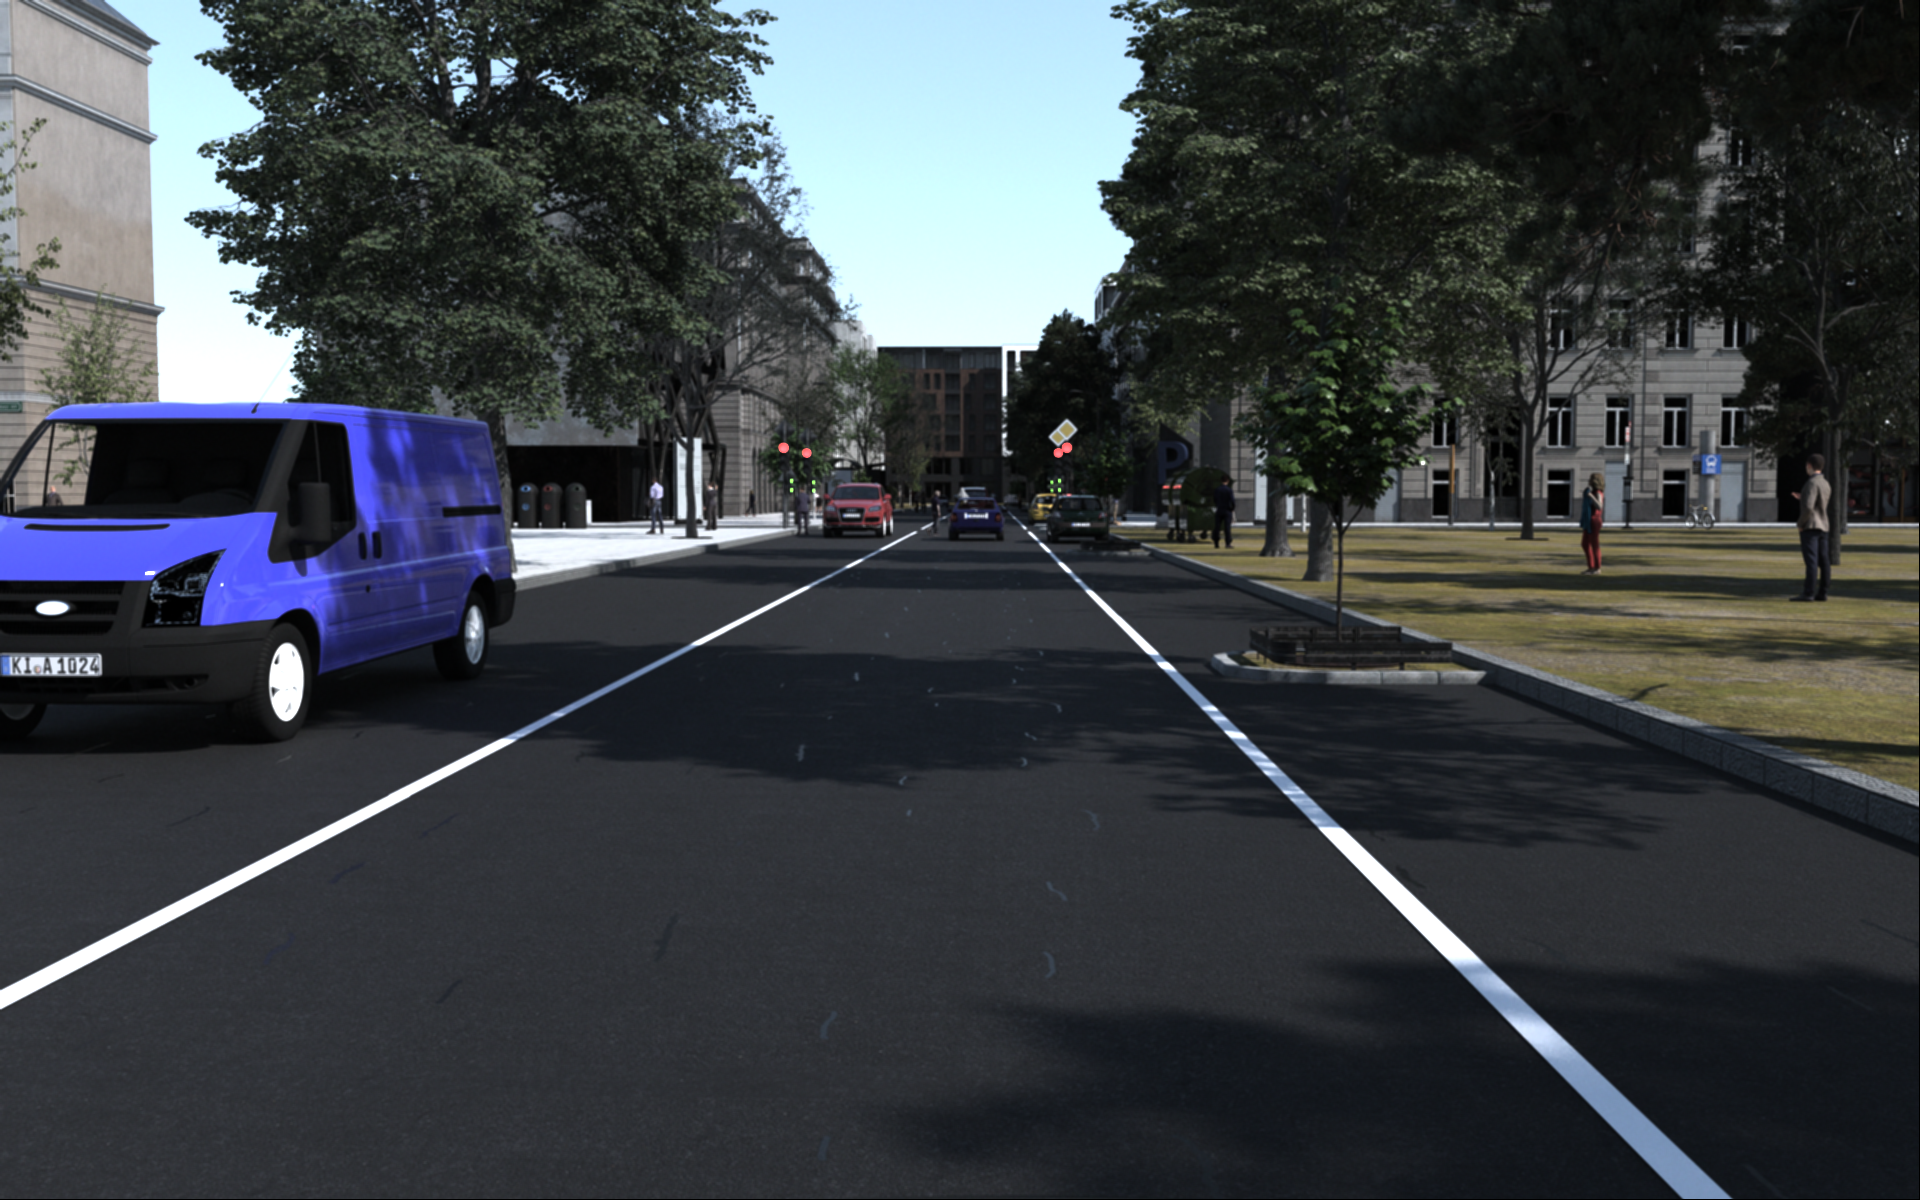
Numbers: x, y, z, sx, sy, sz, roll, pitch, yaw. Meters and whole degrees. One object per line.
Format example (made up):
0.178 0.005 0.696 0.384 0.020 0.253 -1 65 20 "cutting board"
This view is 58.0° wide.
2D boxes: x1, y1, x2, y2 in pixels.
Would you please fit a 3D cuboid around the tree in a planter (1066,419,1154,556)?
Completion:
3.542 -2.691 41.221 1.991 3.239 1.994 0 4 1 "tree in a planter"

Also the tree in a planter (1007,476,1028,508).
5.873 -10.846 174.549 1.991 3.239 1.994 0 4 1 "tree in a planter"

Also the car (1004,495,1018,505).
6.543 -12.685 219.768 2.083 1.381 4.827 0 4 2 "car"

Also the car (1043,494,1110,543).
3.490 -2.558 51.614 2.009 1.686 4.222 0 4 1 "car"

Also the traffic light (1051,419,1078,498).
3.905 -4.560 63.807 0.839 4.213 0.868 0 4 1 "traffic light"

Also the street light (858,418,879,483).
-5.668 -8.167 106.077 1.470 5.913 1.316 0 4 1 "street light"

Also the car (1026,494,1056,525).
4.112 -4.349 81.331 2.015 1.641 3.980 0 4 0 "car"

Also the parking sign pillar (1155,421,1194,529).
7.916 -4.605 63.767 1.447 3.967 1.447 2 4 28 "parking sign pillar"

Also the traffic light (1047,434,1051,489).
4.045 -5.049 71.791 0.839 4.213 0.868 0 4 1 "traffic light"

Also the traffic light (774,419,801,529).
-6.455 -4.570 63.972 0.839 4.213 0.868 0 4 1 "traffic light"

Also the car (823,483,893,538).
-3.405 -3.037 58.325 2.281 1.827 5.304 0 4 2 "car"

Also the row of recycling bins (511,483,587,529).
-15.603 -3.491 64.186 3.534 1.692 1.069 0 4 0 "row of recycling bins"

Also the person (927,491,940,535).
-0.893 -3.014 59.984 0.471 1.553 0.569 0 4 5 "person"

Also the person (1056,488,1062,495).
6.554 -6.680 115.965 0.576 1.737 0.504 -3 5 -41 "person"

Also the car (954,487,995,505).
0.769 -5.268 94.806 2.281 1.827 5.304 0 4 2 "car"

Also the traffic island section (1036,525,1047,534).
3.945 -2.547 63.919 2.009 0.180 2.903 0 4 1 "traffic island section"

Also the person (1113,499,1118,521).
6.945 -4.205 76.855 0.319 1.574 0.516 1 4 15 "person"

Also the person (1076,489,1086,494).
6.772 -5.479 96.419 0.445 1.727 0.742 3 4 36 "person"

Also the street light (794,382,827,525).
-6.193 -6.074 71.844 1.470 5.913 1.316 0 4 1 "street light"

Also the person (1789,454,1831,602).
10.142 -0.873 20.852 0.617 1.759 0.750 -1 4 -23 "person"

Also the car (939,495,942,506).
-2.002 -10.013 176.288 1.945 1.354 3.894 0 4 1 "car"

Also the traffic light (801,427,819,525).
-6.315 -5.059 71.956 0.839 4.213 0.868 0 4 1 "traffic light"

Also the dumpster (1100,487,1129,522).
7.227 -4.604 81.026 1.264 1.857 1.865 0 4 1 "dumpster"

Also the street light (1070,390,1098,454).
5.593 -6.412 77.384 1.470 5.913 1.316 0 4 1 "street light"

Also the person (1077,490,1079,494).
8.522 -7.162 125.203 0.319 1.574 0.516 2 4 27 "person"

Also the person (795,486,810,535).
-5.544 -3.163 61.127 0.541 1.710 0.530 0 4 -8 "person"

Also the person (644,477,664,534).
-9.905 -3.057 55.896 0.599 1.838 0.709 2 4 33 "person"

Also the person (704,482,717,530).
-8.832 -3.339 61.441 0.445 1.727 0.742 0 4 2 "person"

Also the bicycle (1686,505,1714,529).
27.069 -3.064 63.323 0.635 0.972 1.543 -1 4 -16 "bicycle"

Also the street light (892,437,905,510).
-4.973 -10.286 140.717 1.470 5.913 1.316 0 4 1 "street light"

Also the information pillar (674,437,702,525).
-11.339 -4.949 72.238 0.184 3.620 1.656 2 4 30 "information pillar"

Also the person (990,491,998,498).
3.890 -12.141 206.982 1.348 1.826 0.705 0 4 4 "person"

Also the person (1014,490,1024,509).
5.642 -9.486 163.687 0.705 1.812 1.348 -3 4 -38 "person"

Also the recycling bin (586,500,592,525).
-15.896 -3.660 72.388 0.722 1.027 0.722 3 5 43 "recycling bin"

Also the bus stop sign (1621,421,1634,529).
24.329 -4.554 63.158 0.416 3.939 0.855 2 4 33 "bus stop sign"

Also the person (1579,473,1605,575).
10.024 -1.210 27.530 0.444 1.614 0.593 2 4 33 "person"

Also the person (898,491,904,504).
-7.083 -11.951 202.145 1.217 1.736 0.721 0 4 5 "person"

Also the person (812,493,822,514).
-9.146 -6.199 110.581 0.799 1.438 0.628 1 4 12 "person"

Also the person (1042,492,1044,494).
10.084 -12.366 208.216 0.705 1.826 1.348 2 4 33 "person"

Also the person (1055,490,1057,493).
11.987 -12.416 209.499 0.683 1.767 0.568 -2 4 -32 "person"

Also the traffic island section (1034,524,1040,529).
4.085 -3.035 71.903 2.009 0.180 2.903 0 4 1 "traffic island section"

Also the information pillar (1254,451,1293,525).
12.832 -4.861 70.796 1.656 3.620 0.184 -1 4 -10 "information pillar"

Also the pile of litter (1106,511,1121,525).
6.061 -3.531 71.691 1.176 0.858 1.719 0 4 -6 "pile of litter"

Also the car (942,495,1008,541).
0.538 -2.561 54.457 1.945 1.354 3.894 0 4 1 "car"

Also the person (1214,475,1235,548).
6.284 -2.096 41.013 0.576 1.737 0.504 2 4 26 "person"

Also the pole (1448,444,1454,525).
20.215 -4.735 71.252 0.158 3.312 0.155 0 3 0 "pole"

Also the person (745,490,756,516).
-11.960 -5.529 98.978 0.613 1.512 0.480 -2 4 -32 "person"

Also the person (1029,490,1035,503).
7.987 -11.373 192.797 0.742 1.727 0.445 -3 5 -45 "person"

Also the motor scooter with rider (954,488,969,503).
0.169 -4.335 79.840 0.876 1.779 1.986 0 4 1 "motor scooter with rider"

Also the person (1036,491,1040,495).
8.040 -10.581 179.049 0.705 1.822 1.348 2 4 26 "person"

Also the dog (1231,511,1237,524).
11.788 -3.672 74.411 0.800 0.831 0.513 -2 4 -30 "dog"

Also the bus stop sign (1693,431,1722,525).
31.070 -5.080 72.069 0.837 3.901 0.837 0 4 -1 "bus stop sign"

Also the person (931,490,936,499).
-2.445 -9.786 168.517 0.705 1.823 1.348 2 4 28 "person"

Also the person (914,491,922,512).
-3.294 -7.649 135.027 0.517 1.644 0.566 -3 5 -42 "person"

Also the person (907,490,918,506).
-5.108 -11.119 187.794 1.348 1.831 0.705 1 4 21 "person"

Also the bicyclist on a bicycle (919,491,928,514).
-2.599 -6.929 123.315 1.499 1.676 1.625 0 4 -1 "bicyclist on a bicycle"
